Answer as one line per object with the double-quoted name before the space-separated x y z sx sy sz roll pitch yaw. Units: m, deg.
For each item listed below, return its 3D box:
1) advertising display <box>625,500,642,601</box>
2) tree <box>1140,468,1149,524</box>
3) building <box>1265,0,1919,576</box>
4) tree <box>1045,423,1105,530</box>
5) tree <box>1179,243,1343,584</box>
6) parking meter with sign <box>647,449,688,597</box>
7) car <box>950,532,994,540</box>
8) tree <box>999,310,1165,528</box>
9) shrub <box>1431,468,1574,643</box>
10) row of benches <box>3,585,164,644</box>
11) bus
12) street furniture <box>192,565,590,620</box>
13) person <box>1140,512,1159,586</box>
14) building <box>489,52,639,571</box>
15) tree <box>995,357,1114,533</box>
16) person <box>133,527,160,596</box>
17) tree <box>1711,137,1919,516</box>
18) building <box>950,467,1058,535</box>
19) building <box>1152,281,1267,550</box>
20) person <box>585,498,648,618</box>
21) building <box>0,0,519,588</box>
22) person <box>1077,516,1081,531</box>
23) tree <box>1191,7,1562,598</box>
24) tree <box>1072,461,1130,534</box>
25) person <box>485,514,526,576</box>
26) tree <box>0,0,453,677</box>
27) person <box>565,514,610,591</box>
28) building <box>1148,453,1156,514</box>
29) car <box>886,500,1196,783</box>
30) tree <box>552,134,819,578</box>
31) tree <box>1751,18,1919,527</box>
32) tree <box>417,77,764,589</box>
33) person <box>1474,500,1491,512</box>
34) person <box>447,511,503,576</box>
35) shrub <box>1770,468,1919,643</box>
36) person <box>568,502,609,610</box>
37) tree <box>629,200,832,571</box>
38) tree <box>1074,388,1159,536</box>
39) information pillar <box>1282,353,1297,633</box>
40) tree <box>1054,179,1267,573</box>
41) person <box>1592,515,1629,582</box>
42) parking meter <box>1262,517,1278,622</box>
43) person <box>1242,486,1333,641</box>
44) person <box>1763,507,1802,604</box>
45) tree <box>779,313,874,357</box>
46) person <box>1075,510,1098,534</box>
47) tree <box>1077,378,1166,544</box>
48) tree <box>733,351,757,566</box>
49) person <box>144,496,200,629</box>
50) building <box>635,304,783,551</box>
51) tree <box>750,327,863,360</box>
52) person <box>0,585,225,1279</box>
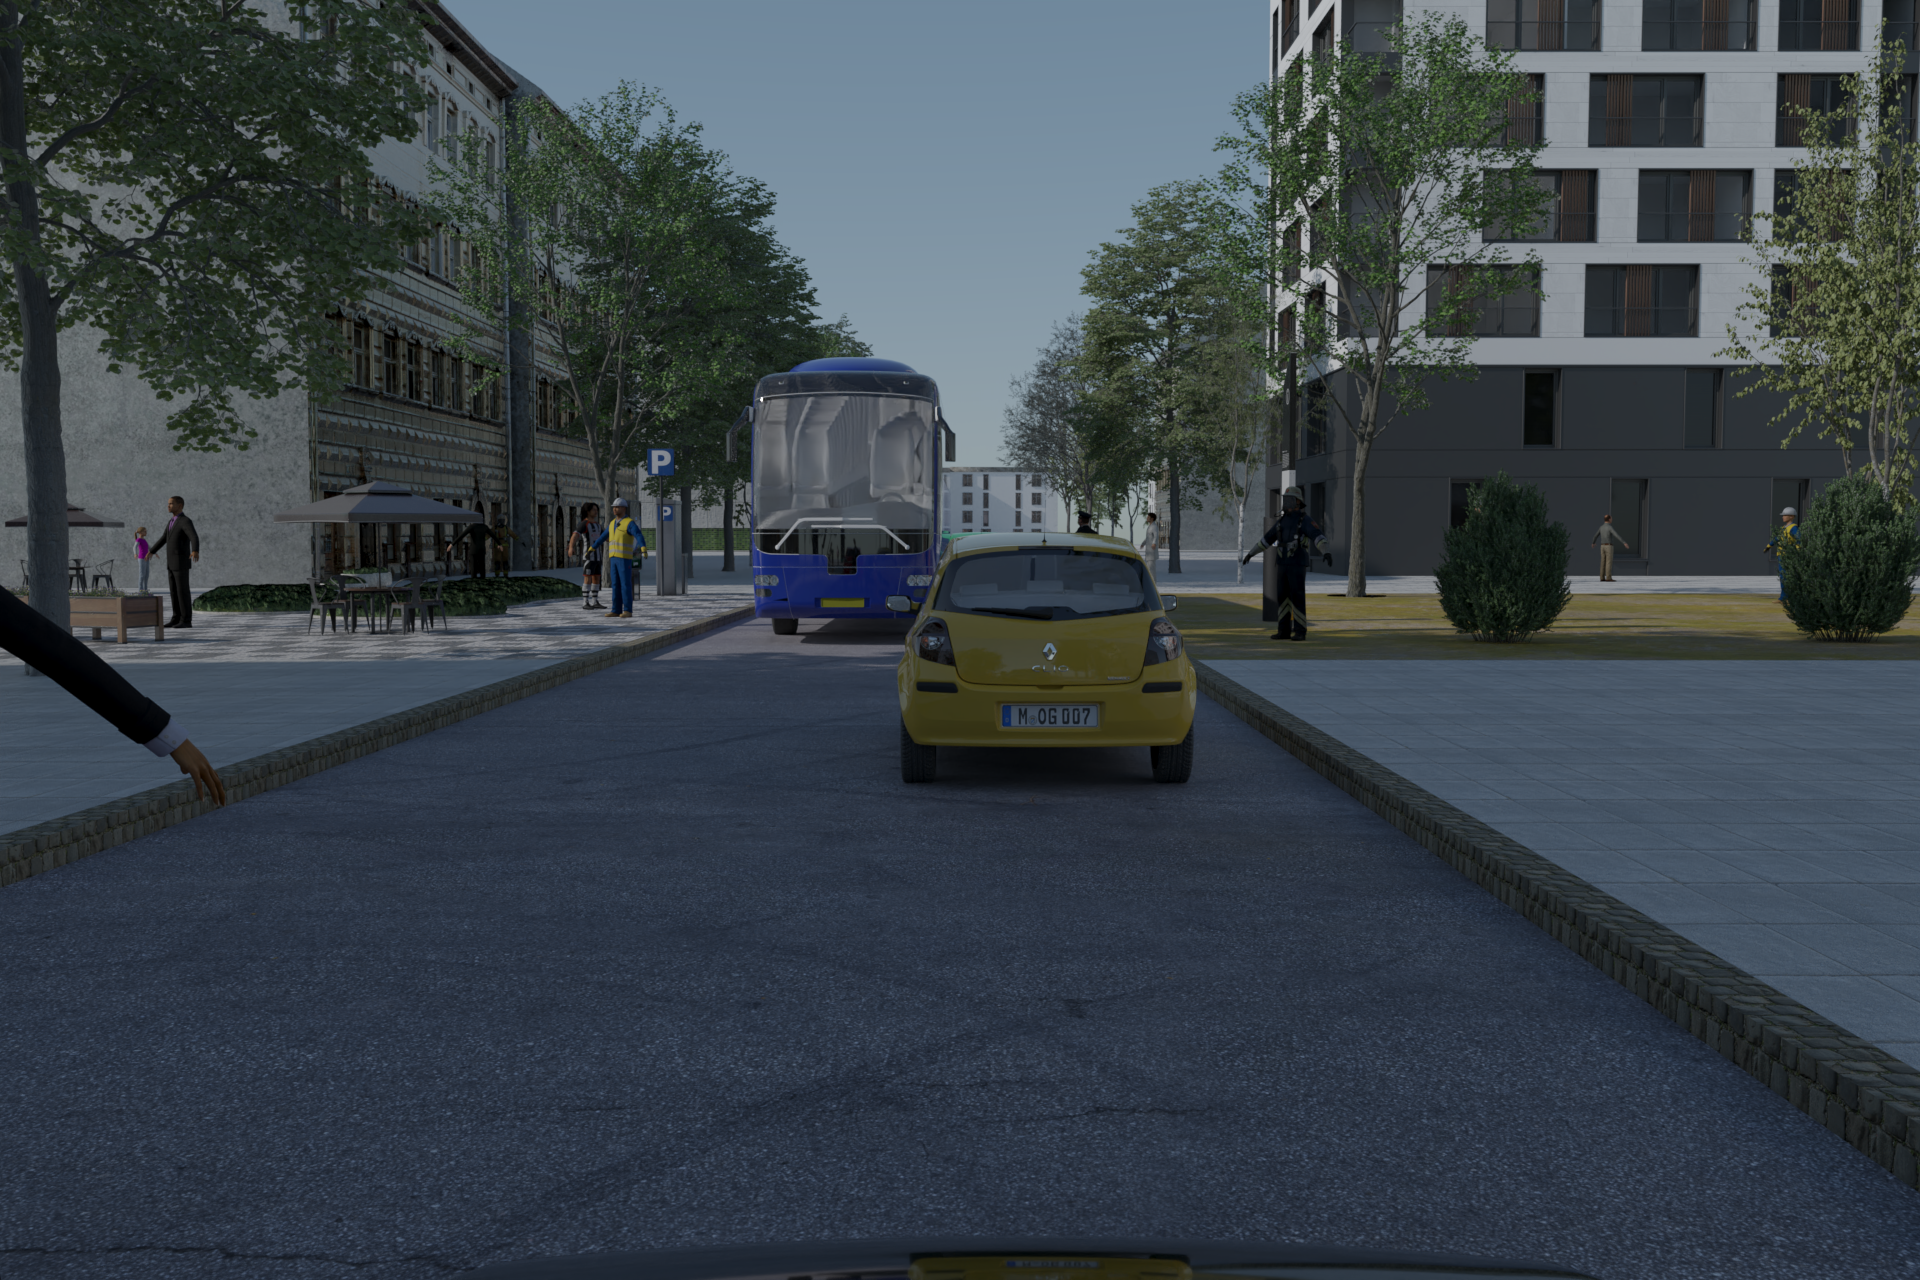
"advertising display" -6.290 -1.721 33.345 0.123 1.923 0.974 0 4 2
"tree" 25.999 -18.200 215.689 7.486 12.596 7.792 0 3 0
"building" 25.663 -13.726 68.398 27.936 21.610 32.646 0 3 0
"tree" 7.309 -9.422 104.407 4.737 8.622 4.395 0 3 0
"tree" 7.065 -5.757 44.492 4.360 8.622 3.978 0 3 0
"parking meter with sign" -6.075 -2.447 36.276 0.543 3.016 1.738 0 4 2
"car" 0.448 -1.694 36.485 1.959 1.807 4.718 0 4 1
"tree" 7.063 -11.283 94.854 12.009 13.543 11.850 0 3 0
"shrub" 6.440 -1.010 20.560 1.661 2.075 1.752 0 3 0
"row of benches" -11.554 -0.347 21.130 4.104 0.672 1.422 1 4 21
"bus" -1.475 -2.223 27.885 2.896 3.916 12.251 0 4 0
"street furniture" -9.807 -0.934 30.899 5.734 0.657 10.072 0 4 1
"person" 4.615 -2.189 41.978 0.705 1.806 1.347 0 4 -7
"building" -23.836 -14.519 68.313 19.493 23.208 18.063 0 4 1
"tree" 7.273 -12.622 116.745 12.009 13.543 11.850 0 3 0
"person" -16.784 -1.619 35.733 0.599 1.433 0.991 0 4 0
"tree" 16.217 -4.962 31.492 4.737 8.622 4.395 0 3 0
"building" -1.825 -16.400 212.741 28.070 9.664 9.099 0 4 -6
"building" 26.563 -19.204 144.906 19.493 23.208 18.063 0 4 0
"person" -5.234 -1.264 26.629 1.349 1.833 0.705 3 4 36
"building" -24.505 -13.355 49.275 19.493 23.208 18.063 0 3 0
"person" 3.712 -2.901 53.364 0.705 1.837 1.347 2 4 32
"tree" 8.245 -6.678 34.936 9.928 11.665 9.643 0 3 0
"tree" 17.297 -18.005 212.510 7.486 12.596 7.792 0 3 0
"person" -13.072 -2.667 49.374 1.354 1.858 0.705 -2 4 -27
"tree" -8.765 -5.957 15.520 7.486 12.596 7.792 0 3 0
"person" -8.275 -2.011 39.009 0.705 1.813 1.348 3 5 40
"building" 24.041 -13.849 168.574 9.099 9.664 28.070 0 4 1
"car" 0.495 -0.072 11.400 2.015 1.641 3.980 0 3 0
"tree" -8.027 -8.083 50.287 7.486 12.596 7.792 0 3 0
"tree" 13.973 -4.597 25.516 4.737 8.622 4.395 0 3 0
"tree" -8.444 -7.041 40.869 9.928 11.665 9.643 0 3 0
"person" 7.685 -1.206 25.569 0.705 1.847 1.347 2 4 33
"person" -10.879 -2.008 39.010 1.347 1.806 0.705 -3 5 -43
"shrub" 10.615 -1.017 20.667 1.661 2.075 1.752 0 3 0
"person" -6.248 -1.427 29.479 0.704 1.843 1.345 2 4 28
"tree" -7.584 -8.648 59.520 7.486 12.596 7.792 0 3 0
"tree" 7.528 -8.090 82.631 4.737 8.622 4.395 0 3 0
"information pillar" 4.301 -1.915 22.662 0.183 3.616 0.504 0 4 0
"tree" 6.679 -8.445 56.205 7.486 12.596 7.792 0 3 0
"person" 17.387 -2.459 46.470 0.705 1.796 1.348 -1 4 -21
"parking meter" 4.643 -1.043 25.468 0.372 1.533 0.369 0 3 0
"person" 3.991 -0.926 20.912 0.705 1.856 1.354 -3 5 -39
"person" 15.138 -1.553 31.857 0.721 1.772 1.216 0 4 -2
"tree" -7.836 -11.753 98.821 9.857 13.997 8.962 0 3 0
"person" 2.113 -1.307 29.755 1.347 1.837 0.705 -3 4 -37
"tree" 7.863 -7.781 77.581 4.360 8.622 3.978 0 3 0
"tree" -8.175 -7.251 68.924 4.737 8.622 4.395 0 3 0
"person" -10.689 -1.064 23.629 1.346 1.802 0.704 3 4 38
"building" -24.153 -17.276 148.919 16.747 18.905 31.486 0 4 1
"tree" -7.789 -9.809 86.137 9.928 11.665 9.643 0 3 0
"person" -2.002 0.366 3.200 1.216 1.740 0.721 0 4 -7
